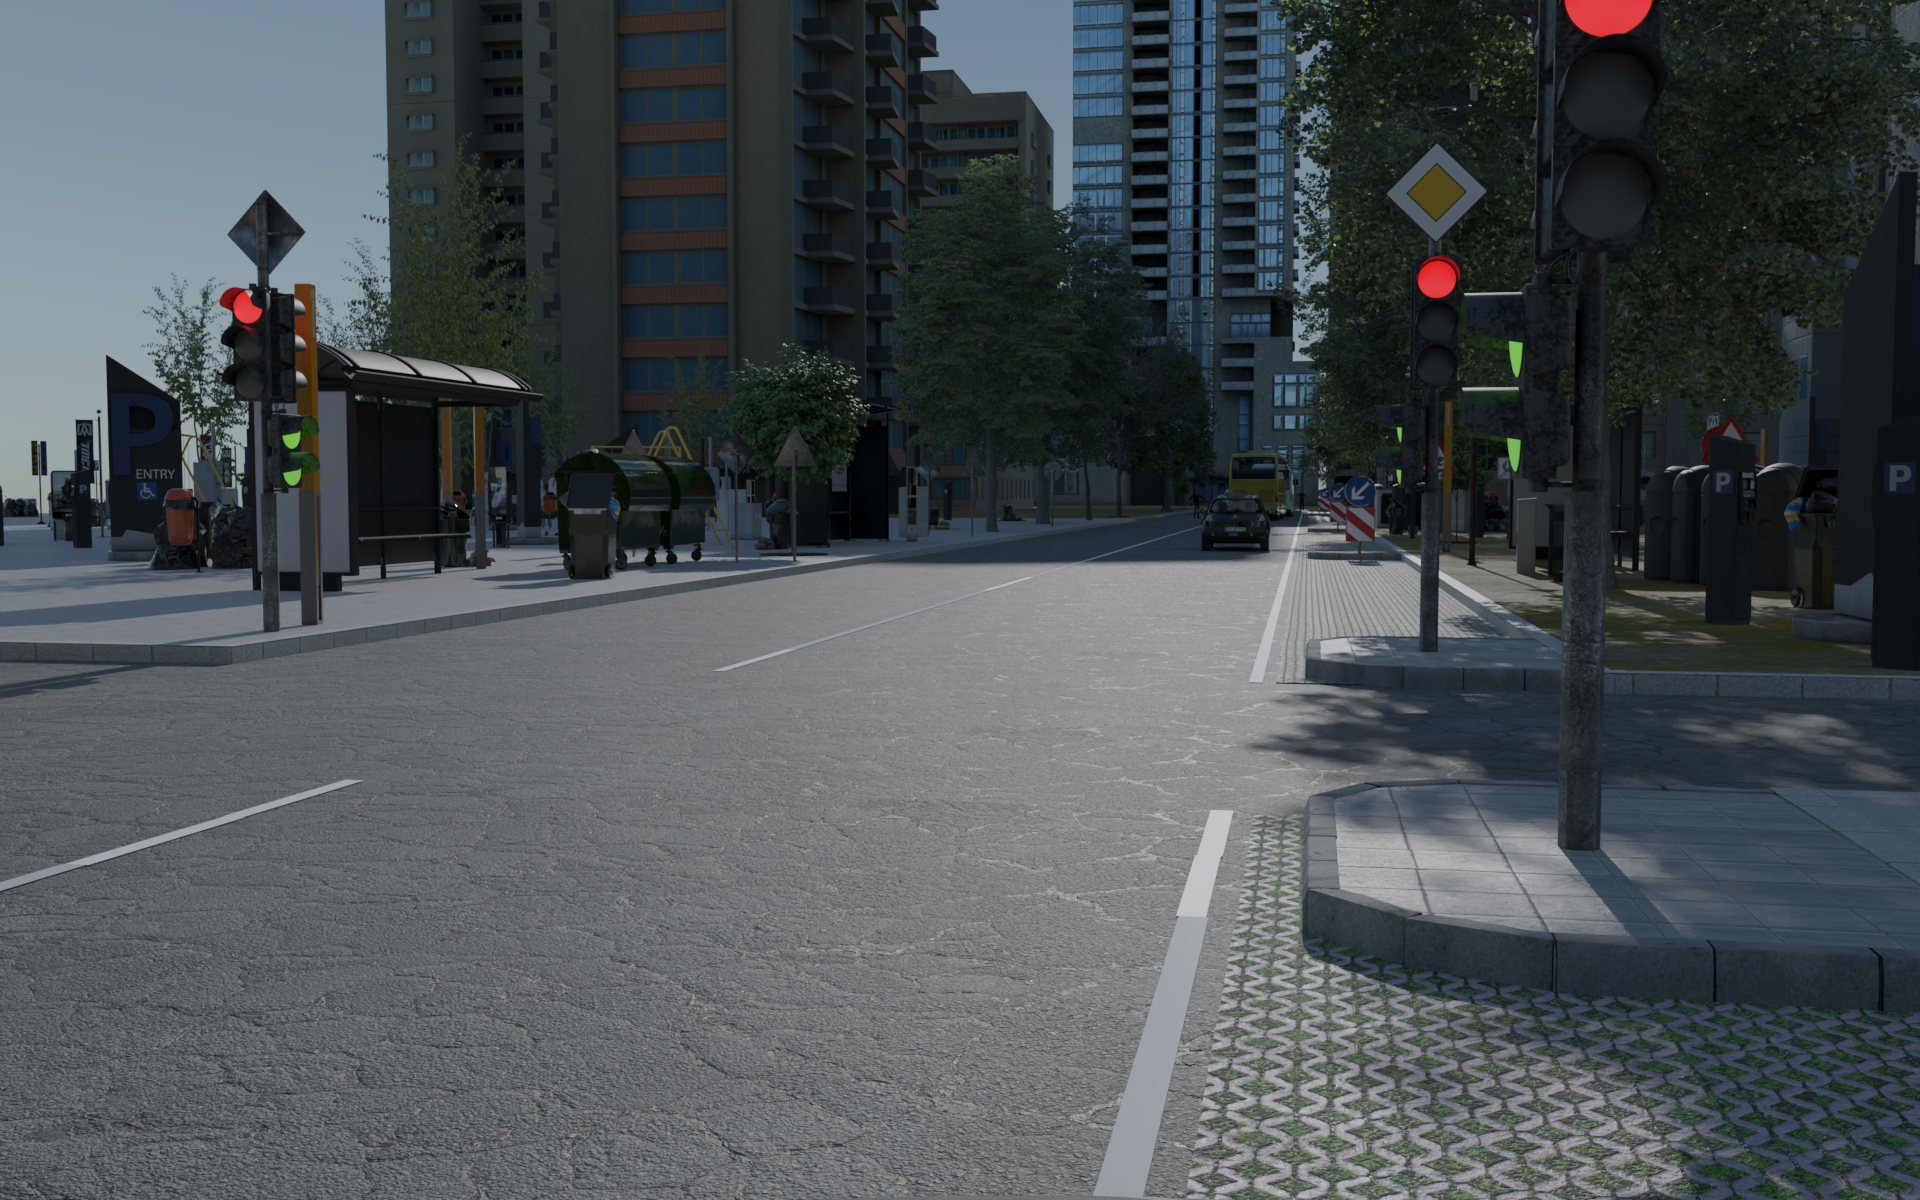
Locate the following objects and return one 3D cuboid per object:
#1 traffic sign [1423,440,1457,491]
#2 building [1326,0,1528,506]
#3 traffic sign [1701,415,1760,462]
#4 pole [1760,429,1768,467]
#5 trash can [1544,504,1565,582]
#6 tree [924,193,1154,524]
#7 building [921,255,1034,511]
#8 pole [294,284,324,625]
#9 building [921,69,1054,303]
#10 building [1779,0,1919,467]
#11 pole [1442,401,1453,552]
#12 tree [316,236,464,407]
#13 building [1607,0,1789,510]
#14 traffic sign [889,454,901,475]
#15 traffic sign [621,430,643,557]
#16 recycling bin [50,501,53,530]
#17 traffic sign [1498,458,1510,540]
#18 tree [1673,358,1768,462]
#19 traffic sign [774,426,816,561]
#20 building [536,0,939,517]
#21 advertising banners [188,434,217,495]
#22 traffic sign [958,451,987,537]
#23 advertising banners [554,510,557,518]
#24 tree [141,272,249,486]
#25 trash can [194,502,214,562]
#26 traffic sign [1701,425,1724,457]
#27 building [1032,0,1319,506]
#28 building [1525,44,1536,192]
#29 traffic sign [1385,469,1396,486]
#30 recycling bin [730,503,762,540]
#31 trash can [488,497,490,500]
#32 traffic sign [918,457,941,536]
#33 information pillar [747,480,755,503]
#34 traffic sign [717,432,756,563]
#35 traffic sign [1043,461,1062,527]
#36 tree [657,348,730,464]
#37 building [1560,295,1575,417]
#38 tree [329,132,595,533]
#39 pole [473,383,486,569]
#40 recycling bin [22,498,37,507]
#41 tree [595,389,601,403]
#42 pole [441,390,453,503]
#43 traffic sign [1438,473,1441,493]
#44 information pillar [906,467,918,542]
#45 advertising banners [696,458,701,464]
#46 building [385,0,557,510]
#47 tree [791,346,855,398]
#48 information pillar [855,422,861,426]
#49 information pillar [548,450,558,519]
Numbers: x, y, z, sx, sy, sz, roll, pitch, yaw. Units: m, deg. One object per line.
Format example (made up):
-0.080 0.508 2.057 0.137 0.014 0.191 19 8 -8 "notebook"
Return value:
11.419 -2.535 41.456 0.884 2.594 0.081 1 4 19 "traffic sign"
51.034 -45.965 189.786 20.611 71.187 20.563 1 4 11 "building"
12.720 -1.752 28.644 0.884 2.594 0.081 1 4 20 "traffic sign"
25.038 -3.680 54.008 0.158 3.312 0.155 0 3 0 "pole"
8.926 -0.837 25.332 0.748 1.137 0.748 0 3 0 "trash can"
3.437 -10.216 73.681 9.857 13.997 8.962 0 3 0 "tree"
-10.293 -18.275 143.837 28.899 21.520 27.650 1 4 11 "building"
-6.364 -1.412 16.925 0.158 3.312 0.155 0 3 0 "pole"
-1.019 -35.368 201.963 21.600 48.544 21.300 1 4 11 "building"
41.074 -31.700 60.302 21.231 58.520 28.212 1 4 11 "building"
10.733 -2.708 38.112 0.158 3.312 0.155 0 3 0 "pole"
-16.067 -6.011 48.637 4.360 8.622 3.978 0 3 0 "tree"
46.747 -25.985 108.454 14.154 41.232 14.086 1 4 11 "building"
-2.097 -2.990 48.886 0.884 2.594 0.081 1 4 14 "traffic sign"
-6.653 -2.156 35.253 0.884 2.594 0.081 1 4 21 "traffic sign"
-32.215 -3.043 62.300 0.722 1.027 0.722 0 4 -3 "recycling bin"
15.407 -2.845 48.646 0.606 2.300 0.079 1 4 13 "traffic sign"
36.074 -8.054 82.052 4.737 8.622 4.395 0 3 0 "tree"
-3.171 -2.027 33.144 0.884 2.594 0.081 1 4 20 "traffic sign"
-13.645 -27.752 108.366 22.147 44.769 28.867 1 4 11 "building"
-22.579 -3.313 50.351 0.090 3.025 2.074 3 5 41 "advertising banners"
0.369 -3.191 52.180 0.884 2.594 0.081 1 4 17 "traffic sign"
-22.710 -6.002 94.320 2.074 3.025 0.090 -1 4 -9 "advertising banners"
-25.284 -6.595 58.193 4.737 8.622 4.395 0 3 0 "tree"
-14.443 -1.285 32.664 0.748 1.137 0.748 0 3 0 "trash can"
14.099 -1.954 32.056 0.768 2.556 0.104 1 4 21 "traffic sign"
25.070 -53.976 195.171 31.000 86.520 22.319 1 4 11 "building"
76.103 -36.733 189.828 27.495 52.752 28.713 1 4 11 "building"
21.430 -5.297 86.710 0.768 2.556 0.104 1 4 18 "traffic sign"
-5.991 -2.198 48.497 0.722 1.027 0.722 1 4 11 "recycling bin"
-21.544 -4.139 79.327 0.748 1.137 0.748 0 3 0 "trash can"
-0.969 -3.192 53.377 0.795 2.450 0.064 1 4 13 "traffic sign"
-10.912 -5.254 90.397 0.304 2.012 0.304 3 4 36 "information pillar"
-4.180 -1.908 32.377 0.795 2.450 0.064 1 4 18 "traffic sign"
3.588 -4.102 67.166 0.768 2.556 0.104 1 4 20 "traffic sign"
-13.605 -8.421 88.048 4.737 8.622 4.395 0 3 0 "tree"
55.060 -28.990 128.605 22.147 44.769 28.867 1 4 11 "building"
-10.721 -5.242 36.067 4.737 8.622 4.395 0 3 0 "tree"
-8.214 -2.187 29.604 0.158 3.312 0.155 0 3 0 "pole"
-53.181 -5.272 98.743 0.722 1.027 0.722 1 4 18 "recycling bin"
-18.623 -7.804 77.957 4.737 8.622 4.395 0 3 0 "tree"
-9.680 -2.376 32.694 0.158 3.312 0.155 0 3 0 "pole"
13.719 -2.912 49.741 0.606 2.300 0.079 1 4 19 "traffic sign"
-1.295 -2.583 46.719 0.304 2.012 0.304 0 4 -3 "information pillar"
-13.376 -5.386 84.241 0.090 3.025 2.074 3 5 42 "advertising banners"
-34.578 -32.209 150.314 21.600 48.544 21.300 1 4 11 "building"
-7.254 -8.240 85.091 4.737 8.622 4.395 0 3 0 "tree"
-3.009 -3.547 49.353 0.504 3.616 0.183 -1 4 -14 "information pillar"
-20.668 -5.910 87.983 0.504 3.616 0.183 0 4 2 "information pillar"
